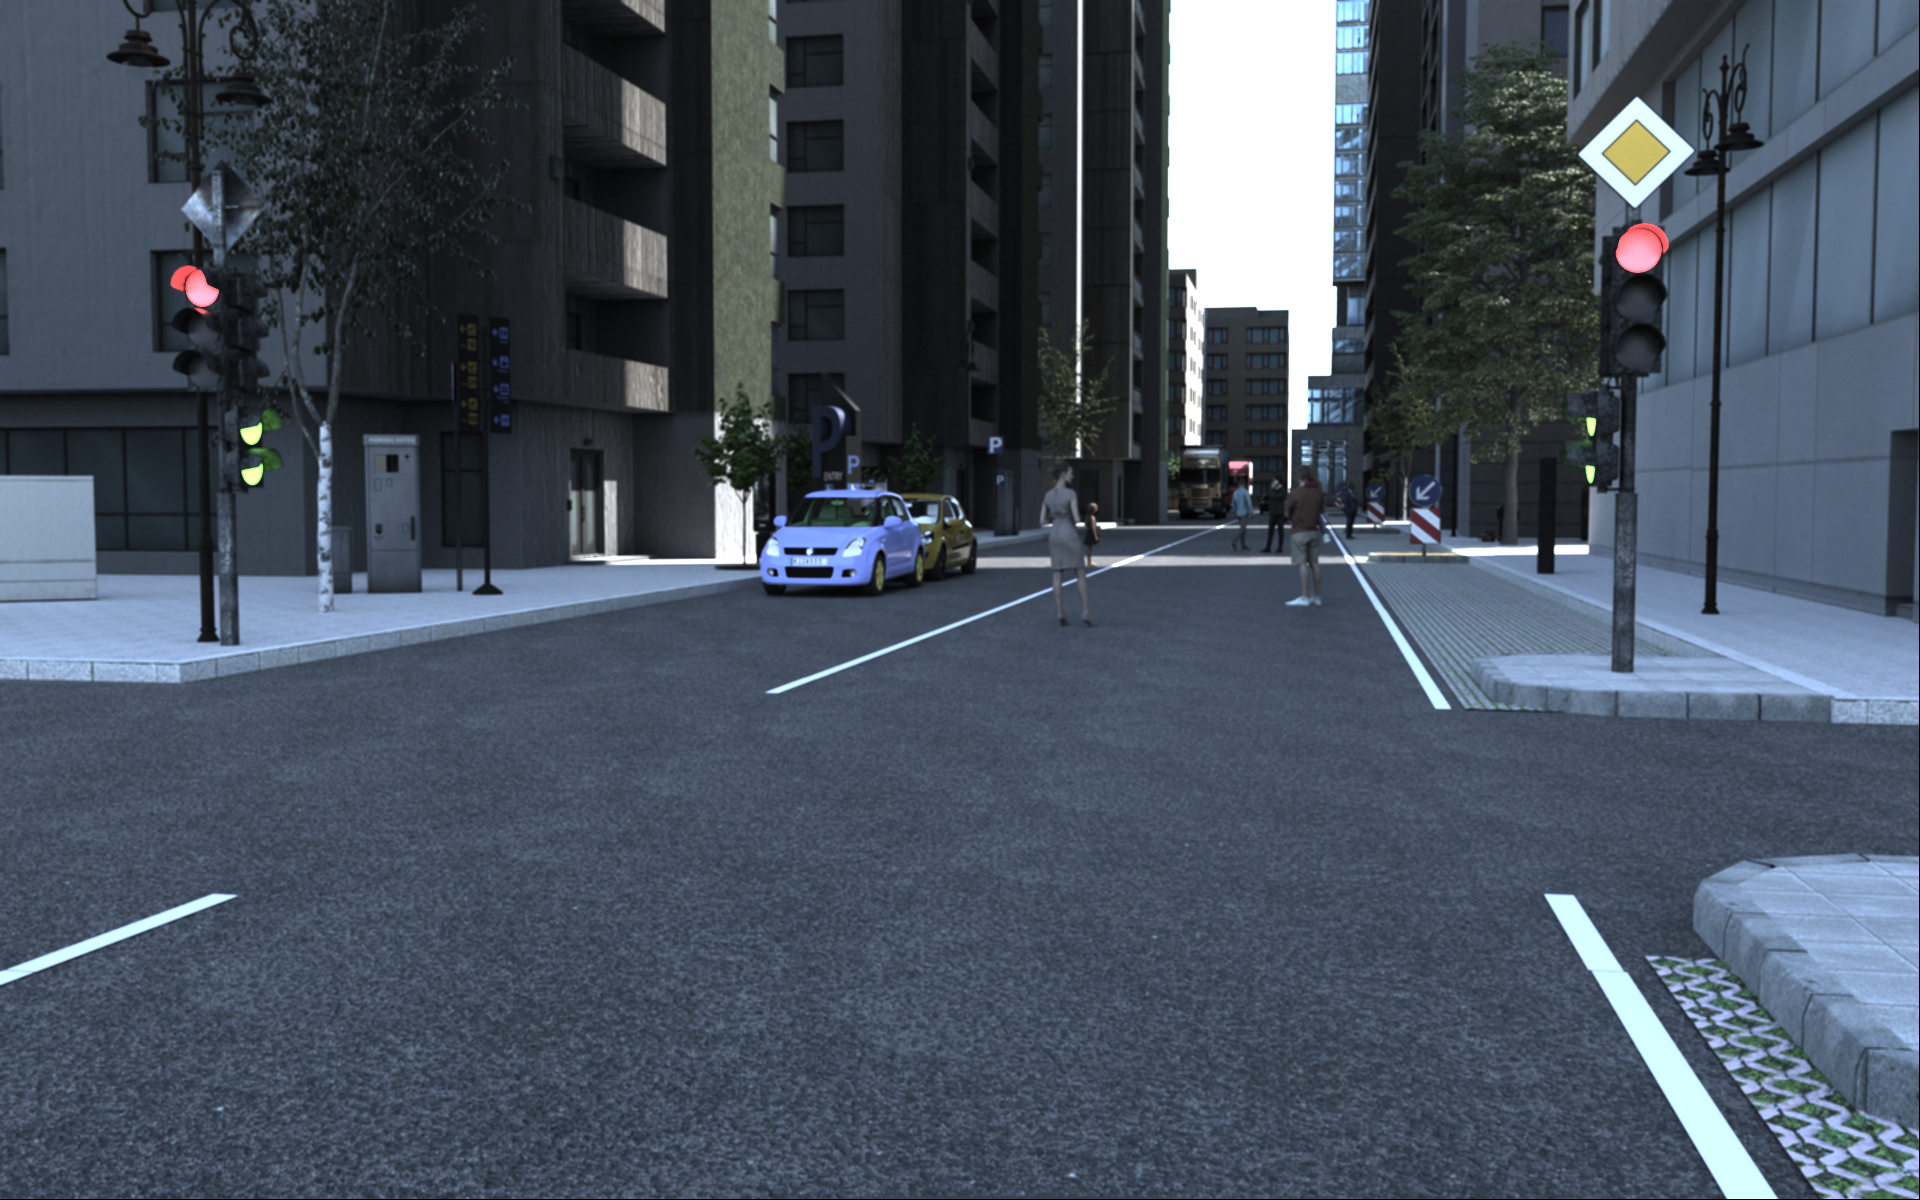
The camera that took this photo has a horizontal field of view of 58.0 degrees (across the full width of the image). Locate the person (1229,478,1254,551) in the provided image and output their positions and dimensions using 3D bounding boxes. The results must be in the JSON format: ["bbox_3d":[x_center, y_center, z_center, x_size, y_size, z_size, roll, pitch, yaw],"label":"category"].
[{"bbox_3d":[7.047,-2.158,43.641,0.748,1.841,0.638,-1,4,-23],"label":"person"}]

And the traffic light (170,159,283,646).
[{"bbox_3d":[-6.179,-1.569,14.575,0.839,4.253,0.868,1,4,11],"label":"traffic light"}]

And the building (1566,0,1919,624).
[{"bbox_3d":[22.845,-26.335,19.817,27.495,52.752,28.713,1,4,11],"label":"building"}]

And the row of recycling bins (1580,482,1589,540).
[{"bbox_3d":[17.394,-2.423,46.730,1.069,1.692,3.534,1,4,15],"label":"row of recycling bins"}]

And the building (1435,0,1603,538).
[{"bbox_3d":[27.981,-31.725,60.704,21.231,58.520,28.212,1,4,11],"label":"building"}]

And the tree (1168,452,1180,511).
[{"bbox_3d":[16.357,-9.129,132.979,4.285,4.588,4.351,0,3,0],"label":"tree"}]

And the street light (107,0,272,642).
[{"bbox_3d":[-6.542,-2.576,14.898,0.468,5.910,1.993,1,4,11],"label":"street light"}]

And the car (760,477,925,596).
[{"bbox_3d":[-1.692,-0.977,25.559,1.945,1.707,3.694,1,4,12],"label":"car"}]

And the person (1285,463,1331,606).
[{"bbox_3d":[4.488,-0.849,22.356,0.573,1.828,0.580,1,4,17],"label":"person"}]

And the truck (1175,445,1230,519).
[{"bbox_3d":[14.285,-6.869,101.229,2.839,4.237,11.283,1,4,11],"label":"truck"}]

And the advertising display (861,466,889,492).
[{"bbox_3d":[-2.130,-2.147,40.315,0.974,1.923,0.123,0,4,6],"label":"advertising display"}]

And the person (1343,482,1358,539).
[{"bbox_3d":[12.386,-2.832,54.983,0.419,1.800,0.721,3,4,38],"label":"person"}]

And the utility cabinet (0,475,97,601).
[{"bbox_3d":[-11.009,-0.738,20.738,1.173,1.500,0.318,-2,4,-27],"label":"utility cabinet"}]

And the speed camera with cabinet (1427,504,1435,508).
[{"bbox_3d":[23.577,-5.470,83.766,2.038,3.252,0.660,0,4,4],"label":"speed camera with cabinet"}]

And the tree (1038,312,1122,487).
[{"bbox_3d":[4.321,-7.386,71.131,4.737,8.622,4.395,0,3,0],"label":"tree"}]

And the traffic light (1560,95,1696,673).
[{"bbox_3d":[4.767,-1.436,12.397,0.839,4.253,0.868,1,4,11],"label":"traffic light"}]

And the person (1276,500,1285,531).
[{"bbox_3d":[12.383,-3.601,67.712,0.374,1.781,0.599,-2,4,-35],"label":"person"}]

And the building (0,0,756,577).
[{"bbox_3d":[-12.099,-15.947,32.441,14.160,30.474,14.107,1,4,11],"label":"building"}]

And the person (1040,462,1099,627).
[{"bbox_3d":[1.183,-0.607,18.768,0.599,1.781,0.374,3,5,39],"label":"person"}]

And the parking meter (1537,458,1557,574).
[{"bbox_3d":[9.477,-1.362,27.972,0.255,1.863,0.399,1,4,17],"label":"parking meter"}]

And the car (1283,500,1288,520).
[{"bbox_3d":[18.935,-5.285,96.634,2.015,1.641,3.980,1,4,13],"label":"car"}]

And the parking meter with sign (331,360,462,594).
[{"bbox_3d":[-7.388,-1.606,22.518,1.738,3.016,0.543,-1,4,-18],"label":"parking meter with sign"}]

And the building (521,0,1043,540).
[{"bbox_3d":[-5.154,-17.578,59.096,14.160,30.474,14.107,1,4,11],"label":"building"}]

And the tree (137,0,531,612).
[{"bbox_3d":[-6.875,-4.188,18.839,4.360,8.622,3.978,0,3,0],"label":"tree"}]

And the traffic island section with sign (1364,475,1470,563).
[{"bbox_3d":[9.680,-1.714,36.649,1.989,1.847,2.006,1,4,11],"label":"traffic island section with sign"}]

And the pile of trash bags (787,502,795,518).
[{"bbox_3d":[-5.268,-2.238,46.343,3.447,1.369,1.912,-3,5,-41],"label":"pile of trash bags"}]

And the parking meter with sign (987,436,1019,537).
[{"bbox_3d":[1.352,-3.457,52.780,0.543,3.016,1.738,1,4,19],"label":"parking meter with sign"}]

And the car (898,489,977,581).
[{"bbox_3d":[-0.855,-1.200,29.844,2.015,1.641,3.980,1,4,12],"label":"car"}]

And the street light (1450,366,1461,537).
[{"bbox_3d":[14.867,-4.844,51.993,0.468,5.910,1.993,1,4,11],"label":"street light"}]

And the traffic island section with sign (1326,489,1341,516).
[{"bbox_3d":[24.894,-6.339,112.264,1.989,1.847,2.006,1,4,11],"label":"traffic island section with sign"}]

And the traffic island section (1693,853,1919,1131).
[{"bbox_3d":[3.229,1.077,4.675,2.009,0.180,2.903,1,4,11],"label":"traffic island section"}]

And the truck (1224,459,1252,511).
[{"bbox_3d":[22.445,-9.312,141.169,2.839,4.237,11.283,1,4,11],"label":"truck"}]

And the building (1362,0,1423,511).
[{"bbox_3d":[39.062,-30.256,118.386,21.300,48.544,21.600,1,4,11],"label":"building"}]

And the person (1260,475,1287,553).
[{"bbox_3d":[7.689,-2.108,42.328,0.474,1.900,0.648,-2,4,-27],"label":"person"}]

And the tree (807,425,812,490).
[{"bbox_3d":[-3.786,-2.829,40.859,1.663,3.219,1.824,0,3,0],"label":"tree"}]

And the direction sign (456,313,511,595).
[{"bbox_3d":[-6.053,-1.840,22.086,0.379,3.537,0.876,2,4,32],"label":"direction sign"}]

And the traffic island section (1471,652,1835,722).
[{"bbox_3d":[4.805,0.598,12.503,2.009,0.180,2.903,1,4,11],"label":"traffic island section"}]

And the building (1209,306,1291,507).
[{"bbox_3d":[20.352,-20.784,184.854,28.899,21.520,27.650,1,4,11],"label":"building"}]

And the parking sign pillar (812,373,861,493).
[{"bbox_3d":[-2.715,-3.032,38.051,1.447,3.967,1.447,-3,5,-39],"label":"parking sign pillar"}]

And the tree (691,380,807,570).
[{"bbox_3d":[-3.829,-2.144,29.649,1.663,3.219,1.824,0,3,0],"label":"tree"}]

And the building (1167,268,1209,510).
[{"bbox_3d":[6.239,-18.784,152.153,28.899,21.520,27.650,1,4,11],"label":"building"}]

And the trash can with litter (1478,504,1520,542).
[{"bbox_3d":[14.428,-2.141,46.396,1.055,1.170,0.624,2,4,34],"label":"trash can with litter"}]

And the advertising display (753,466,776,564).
[{"bbox_3d":[-3.578,-1.619,31.681,0.123,1.923,0.974,-2,4,-24],"label":"advertising display"}]

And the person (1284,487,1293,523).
[{"bbox_3d":[16.498,-4.720,86.077,0.834,1.777,0.661,2,4,25],"label":"person"}]

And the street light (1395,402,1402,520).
[{"bbox_3d":[21.581,-6.883,85.317,0.468,5.910,1.993,1,4,11],"label":"street light"}]

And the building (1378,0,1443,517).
[{"bbox_3d":[34.813,-40.275,96.754,20.563,71.187,20.611,1,4,11],"label":"building"}]

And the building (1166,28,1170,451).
[{"bbox_3d":[7.411,-28.957,123.564,14.600,45.320,14.200,1,4,11],"label":"building"}]

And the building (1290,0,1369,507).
[{"bbox_3d":[49.802,-52.766,175.395,31.000,86.520,22.319,1,4,11],"label":"building"}]

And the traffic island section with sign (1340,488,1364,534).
[{"bbox_3d":[14.996,-3.330,63.077,1.989,1.847,2.006,1,4,11],"label":"traffic island section with sign"}]

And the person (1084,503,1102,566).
[{"bbox_3d":[2.638,-1.296,34.367,0.373,1.253,0.362,0,4,0],"label":"person"}]

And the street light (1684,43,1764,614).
[{"bbox_3d":[8.044,-2.789,18.392,0.468,5.910,1.993,1,4,11],"label":"street light"}]

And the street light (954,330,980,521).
[{"bbox_3d":[0.209,-4.653,48.858,0.468,5.910,1.993,1,4,11],"label":"street light"}]

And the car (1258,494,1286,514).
[{"bbox_3d":[22.301,-6.976,123.848,2.009,1.686,4.222,1,4,10],"label":"car"}]

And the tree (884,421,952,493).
[{"bbox_3d":[-1.275,-3.155,46.194,1.663,3.219,1.824,0,3,0],"label":"tree"}]

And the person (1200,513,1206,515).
[{"bbox_3d":[16.485,-6.667,117.959,0.568,1.767,0.683,-3,4,-36],"label":"person"}]

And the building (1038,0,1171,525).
[{"bbox_3d":[2.289,-24.315,81.149,14.154,41.232,14.086,1,4,11],"label":"building"}]

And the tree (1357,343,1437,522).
[{"bbox_3d":[20.719,-7.973,80.727,4.737,8.622,4.395,0,3,0],"label":"tree"}]

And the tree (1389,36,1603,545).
[{"bbox_3d":[14.320,-7.678,43.663,7.486,12.596,7.792,0,3,0],"label":"tree"}]
